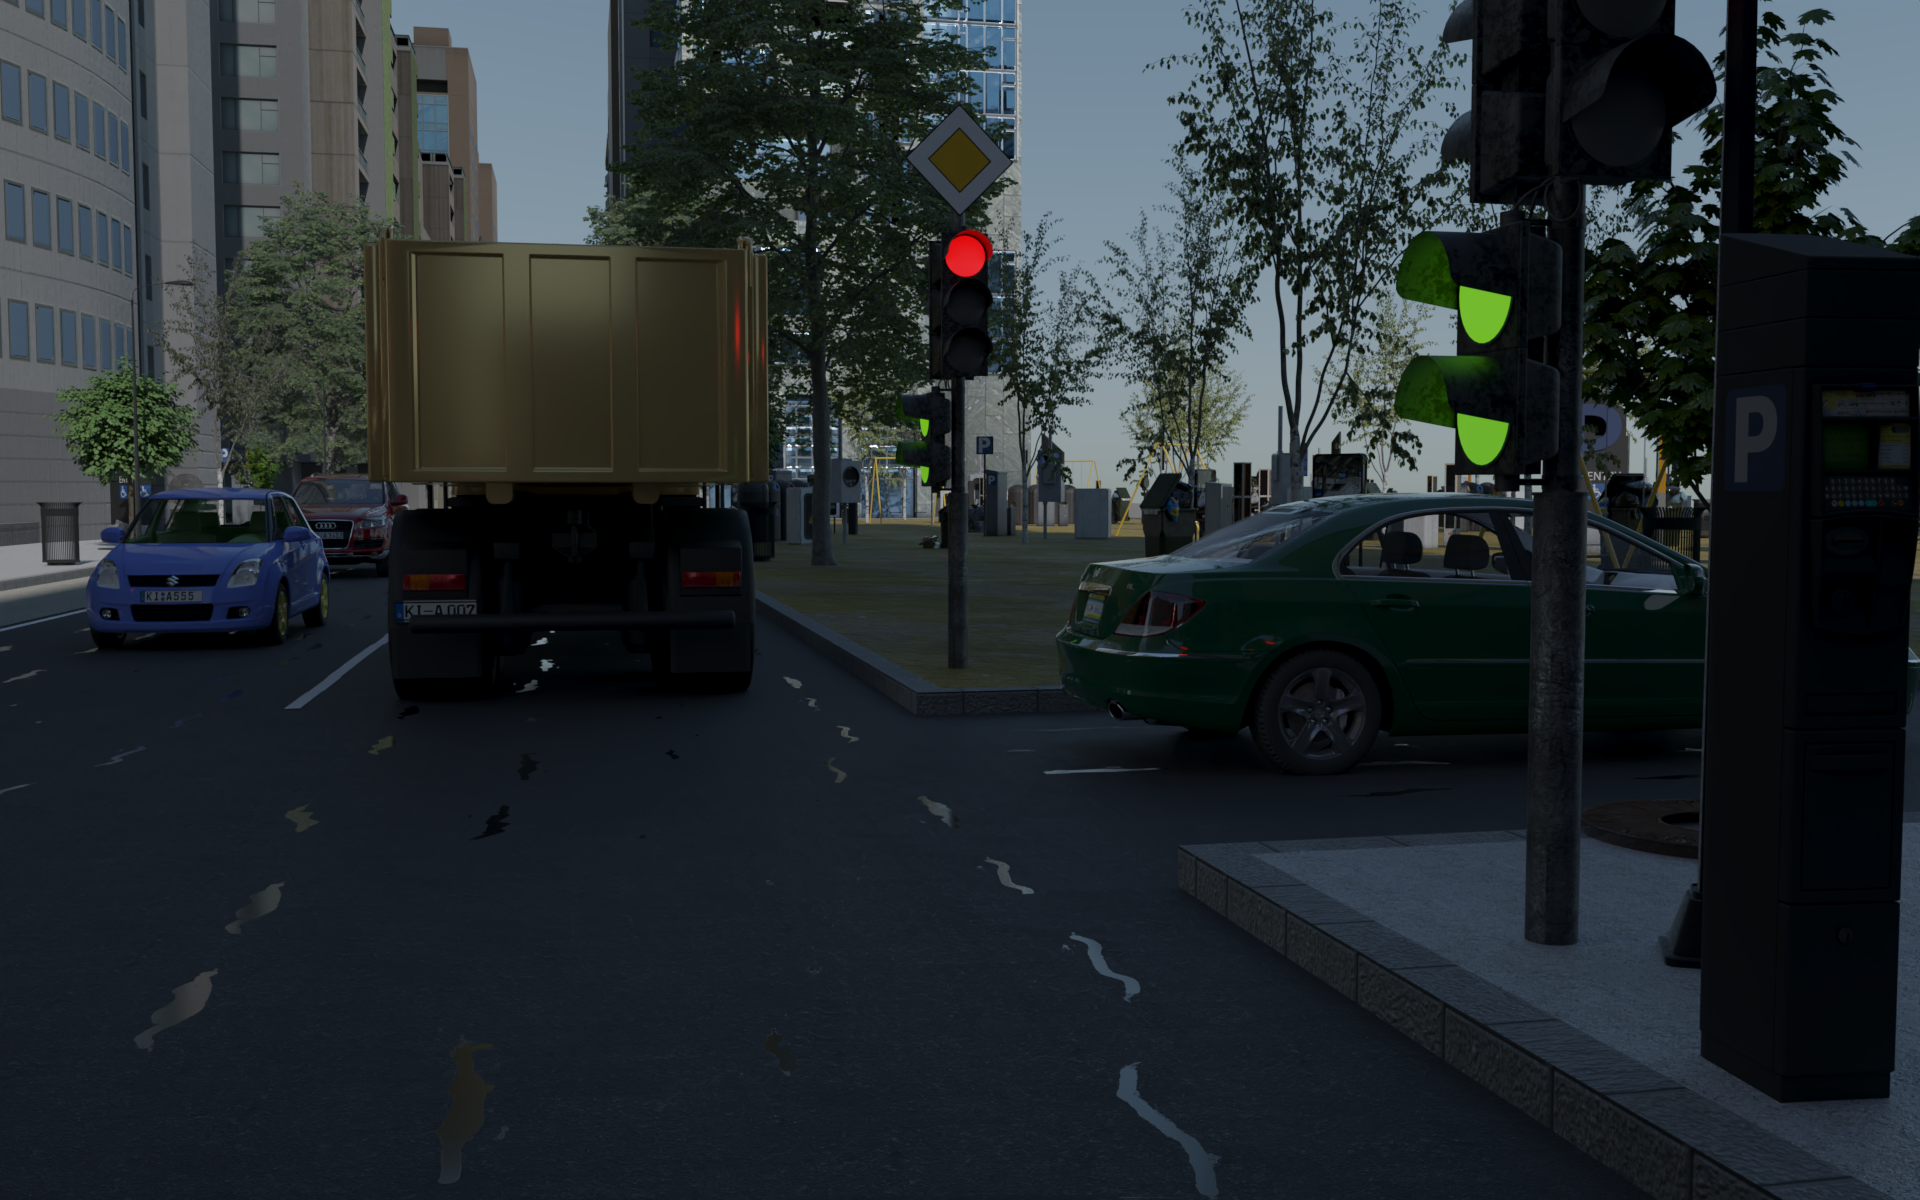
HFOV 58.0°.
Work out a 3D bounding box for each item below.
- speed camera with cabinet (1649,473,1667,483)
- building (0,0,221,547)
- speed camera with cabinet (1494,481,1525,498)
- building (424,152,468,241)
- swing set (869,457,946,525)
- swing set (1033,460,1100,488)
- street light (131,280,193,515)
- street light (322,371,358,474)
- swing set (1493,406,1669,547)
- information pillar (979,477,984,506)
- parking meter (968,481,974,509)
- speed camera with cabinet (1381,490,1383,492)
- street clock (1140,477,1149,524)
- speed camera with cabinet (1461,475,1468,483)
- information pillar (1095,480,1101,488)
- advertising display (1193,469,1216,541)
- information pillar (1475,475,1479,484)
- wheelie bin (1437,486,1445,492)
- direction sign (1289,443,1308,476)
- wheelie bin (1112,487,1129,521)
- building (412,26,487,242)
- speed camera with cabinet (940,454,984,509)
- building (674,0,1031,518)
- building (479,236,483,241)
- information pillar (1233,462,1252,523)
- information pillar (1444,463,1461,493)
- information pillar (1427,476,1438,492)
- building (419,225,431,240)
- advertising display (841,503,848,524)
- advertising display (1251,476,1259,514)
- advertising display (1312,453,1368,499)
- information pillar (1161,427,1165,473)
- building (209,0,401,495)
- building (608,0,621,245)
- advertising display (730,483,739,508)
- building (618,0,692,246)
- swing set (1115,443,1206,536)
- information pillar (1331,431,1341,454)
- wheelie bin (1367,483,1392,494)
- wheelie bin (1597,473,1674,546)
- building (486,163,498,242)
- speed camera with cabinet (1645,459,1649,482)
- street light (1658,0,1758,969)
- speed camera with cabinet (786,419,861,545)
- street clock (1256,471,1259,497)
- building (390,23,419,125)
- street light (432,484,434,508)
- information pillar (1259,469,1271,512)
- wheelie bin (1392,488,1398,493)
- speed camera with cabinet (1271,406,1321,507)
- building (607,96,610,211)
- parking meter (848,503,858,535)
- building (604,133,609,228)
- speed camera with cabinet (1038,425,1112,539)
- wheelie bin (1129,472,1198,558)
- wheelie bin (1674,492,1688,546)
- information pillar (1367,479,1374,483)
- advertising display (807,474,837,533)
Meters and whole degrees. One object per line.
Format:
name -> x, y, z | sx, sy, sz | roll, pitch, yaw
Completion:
speed camera with cabinet -> 30.151, -4.893, 74.331 | 0.660, 3.252, 2.038 | 2, 4, 27
building -> -34.658, -30.871, 46.747 | 21.231, 58.520, 28.212 | -1, 4, -12
speed camera with cabinet -> 20.127, -4.217, 63.287 | 0.660, 3.252, 2.038 | 0, 4, -1
building -> -48.820, -22.842, 145.172 | 14.160, 30.474, 14.107 | -1, 4, -12
swing set -> -2.361, -4.694, 74.363 | 3.119, 2.851, 2.862 | -1, 4, -13
swing set -> 5.072, -5.091, 80.852 | 3.119, 2.851, 2.862 | 2, 4, 29
street light -> -17.319, -3.979, 37.601 | 1.470, 5.913, 1.316 | -1, 4, -12
street light -> -23.342, -5.667, 65.190 | 1.470, 5.913, 1.316 | -1, 4, -12
swing set -> 8.384, -1.495, 22.066 | 3.119, 2.851, 2.862 | -2, 4, -26
information pillar -> 1.059, -4.364, 75.847 | 0.304, 2.012, 0.304 | -3, 4, -37
parking meter -> 0.482, -4.270, 75.522 | 0.255, 1.863, 0.399 | 0, 4, -3
speed camera with cabinet -> 15.280, -4.420, 66.605 | 2.038, 3.252, 0.660 | 1, 4, 17
street clock -> 7.960, -4.295, 74.791 | 0.358, 2.002, 0.471 | 3, 4, 37
speed camera with cabinet -> 26.487, -6.042, 93.129 | 2.038, 3.252, 0.660 | -1, 4, -21
information pillar -> 7.250, -5.282, 90.851 | 0.304, 2.012, 0.304 | 0, 4, 5
advertising display -> 6.318, -2.418, 44.749 | 0.123, 1.923, 0.974 | 3, 4, 39
information pillar -> 26.213, -5.897, 87.769 | 0.183, 3.616, 0.504 | 2, 4, 31
wheelie bin -> 18.914, -3.642, 67.461 | 0.980, 1.594, 0.693 | -3, 4, -38
direction sign -> 14.936, -5.167, 76.484 | 0.876, 3.537, 0.379 | 3, 4, 36
wheelie bin -> 7.602, -4.530, 81.980 | 0.980, 1.594, 0.693 | -3, 4, -37
building -> -54.673, -31.801, 170.061 | 14.600, 45.320, 14.200 | -1, 4, -12
speed camera with cabinet -> 0.176, -5.043, 76.783 | 2.038, 3.252, 0.660 | 1, 4, 15
building -> -8.401, -48.423, 104.381 | 22.319, 86.520, 31.000 | -1, 4, -12
building -> -58.164, -25.261, 184.721 | 14.160, 30.474, 14.107 | -1, 4, -12
information pillar -> 6.520, -2.173, 40.024 | 0.304, 2.012, 0.304 | -3, 5, -40
information pillar -> 11.771, -2.257, 41.390 | 0.304, 2.012, 0.304 | 3, 4, 38
information pillar -> 18.699, -3.921, 68.593 | 0.304, 2.012, 0.304 | -2, 4, -28
building -> -51.033, -16.967, 122.457 | 27.650, 21.520, 28.899 | -1, 4, -12
advertising display -> -4.803, -4.217, 74.155 | 0.123, 1.923, 0.974 | -3, 4, -37
advertising display -> 10.632, -3.442, 61.492 | 0.123, 1.923, 0.974 | -3, 5, -42
advertising display -> 6.010, -1.361, 27.463 | 0.123, 1.923, 0.974 | -3, 5, -41
information pillar -> 7.089, -4.238, 60.639 | 0.183, 3.616, 0.504 | 0, 4, 1
building -> -36.974, -24.768, 88.559 | 14.154, 41.232, 14.086 | -1, 4, -12
building -> -24.034, -30.851, 154.524 | 14.600, 45.320, 14.200 | -1, 4, -12
advertising display -> -9.299, -4.170, 73.401 | 0.974, 1.923, 0.123 | -3, 5, -44
building -> -15.637, -36.202, 133.904 | 21.231, 58.520, 28.212 | -1, 4, -12
swing set -> 6.655, -3.433, 53.757 | 2.862, 2.851, 3.119 | 2, 4, 28
information pillar -> 14.061, -4.491, 64.785 | 0.183, 3.616, 0.504 | -2, 4, -27
wheelie bin -> 11.313, -2.444, 47.870 | 0.693, 1.594, 0.980 | 3, 5, 43
wheelie bin -> 10.029, -1.105, 25.983 | 0.980, 1.594, 0.693 | -2, 4, -27
building -> -67.872, -35.292, 227.134 | 14.600, 45.320, 14.200 | -1, 4, -12
speed camera with cabinet -> 37.533, -6.137, 94.681 | 0.660, 3.252, 2.038 | 3, 5, 40
street light -> 1.562, -1.955, 4.502 | 1.470, 5.913, 1.316 | -1, 4, -12
speed camera with cabinet -> -3.488, -3.066, 44.467 | 2.038, 3.252, 0.660 | -3, 5, -43
street clock -> 9.332, -2.992, 53.496 | 0.358, 2.002, 0.471 | 2, 4, 32
building -> -39.847, -20.242, 102.663 | 14.160, 30.474, 14.107 | -1, 4, -12
street light -> -33.663, -8.554, 112.400 | 1.470, 5.913, 1.316 | -1, 4, -12
information pillar -> 8.863, -2.804, 50.345 | 0.304, 2.012, 0.304 | 2, 4, 25
wheelie bin -> 21.504, -4.803, 86.442 | 0.693, 1.594, 0.980 | 2, 4, 32
speed camera with cabinet -> 7.485, -2.688, 38.284 | 0.660, 3.252, 2.038 | -1, 4, -9
building -> -26.241, -34.292, 184.375 | 21.300, 48.544, 21.600 | -1, 4, -12
parking meter -> -3.392, -3.010, 54.920 | 0.255, 1.863, 0.399 | 0, 4, 7
building -> -31.516, -33.945, 209.628 | 22.147, 44.769, 28.867 | -1, 4, -12
speed camera with cabinet -> 3.303, -3.387, 49.719 | 2.038, 3.252, 0.660 | 1, 4, 15
wheelie bin -> 3.071, -1.074, 25.472 | 0.693, 1.594, 0.980 | -1, 4, -23
wheelie bin -> 17.390, -2.120, 42.577 | 0.980, 1.594, 0.693 | 0, 4, 2
information pillar -> 19.767, -4.836, 83.565 | 0.304, 2.012, 0.304 | -2, 4, -28
advertising display -> -4.520, -3.151, 56.740 | 0.974, 1.923, 0.123 | -1, 4, -20
